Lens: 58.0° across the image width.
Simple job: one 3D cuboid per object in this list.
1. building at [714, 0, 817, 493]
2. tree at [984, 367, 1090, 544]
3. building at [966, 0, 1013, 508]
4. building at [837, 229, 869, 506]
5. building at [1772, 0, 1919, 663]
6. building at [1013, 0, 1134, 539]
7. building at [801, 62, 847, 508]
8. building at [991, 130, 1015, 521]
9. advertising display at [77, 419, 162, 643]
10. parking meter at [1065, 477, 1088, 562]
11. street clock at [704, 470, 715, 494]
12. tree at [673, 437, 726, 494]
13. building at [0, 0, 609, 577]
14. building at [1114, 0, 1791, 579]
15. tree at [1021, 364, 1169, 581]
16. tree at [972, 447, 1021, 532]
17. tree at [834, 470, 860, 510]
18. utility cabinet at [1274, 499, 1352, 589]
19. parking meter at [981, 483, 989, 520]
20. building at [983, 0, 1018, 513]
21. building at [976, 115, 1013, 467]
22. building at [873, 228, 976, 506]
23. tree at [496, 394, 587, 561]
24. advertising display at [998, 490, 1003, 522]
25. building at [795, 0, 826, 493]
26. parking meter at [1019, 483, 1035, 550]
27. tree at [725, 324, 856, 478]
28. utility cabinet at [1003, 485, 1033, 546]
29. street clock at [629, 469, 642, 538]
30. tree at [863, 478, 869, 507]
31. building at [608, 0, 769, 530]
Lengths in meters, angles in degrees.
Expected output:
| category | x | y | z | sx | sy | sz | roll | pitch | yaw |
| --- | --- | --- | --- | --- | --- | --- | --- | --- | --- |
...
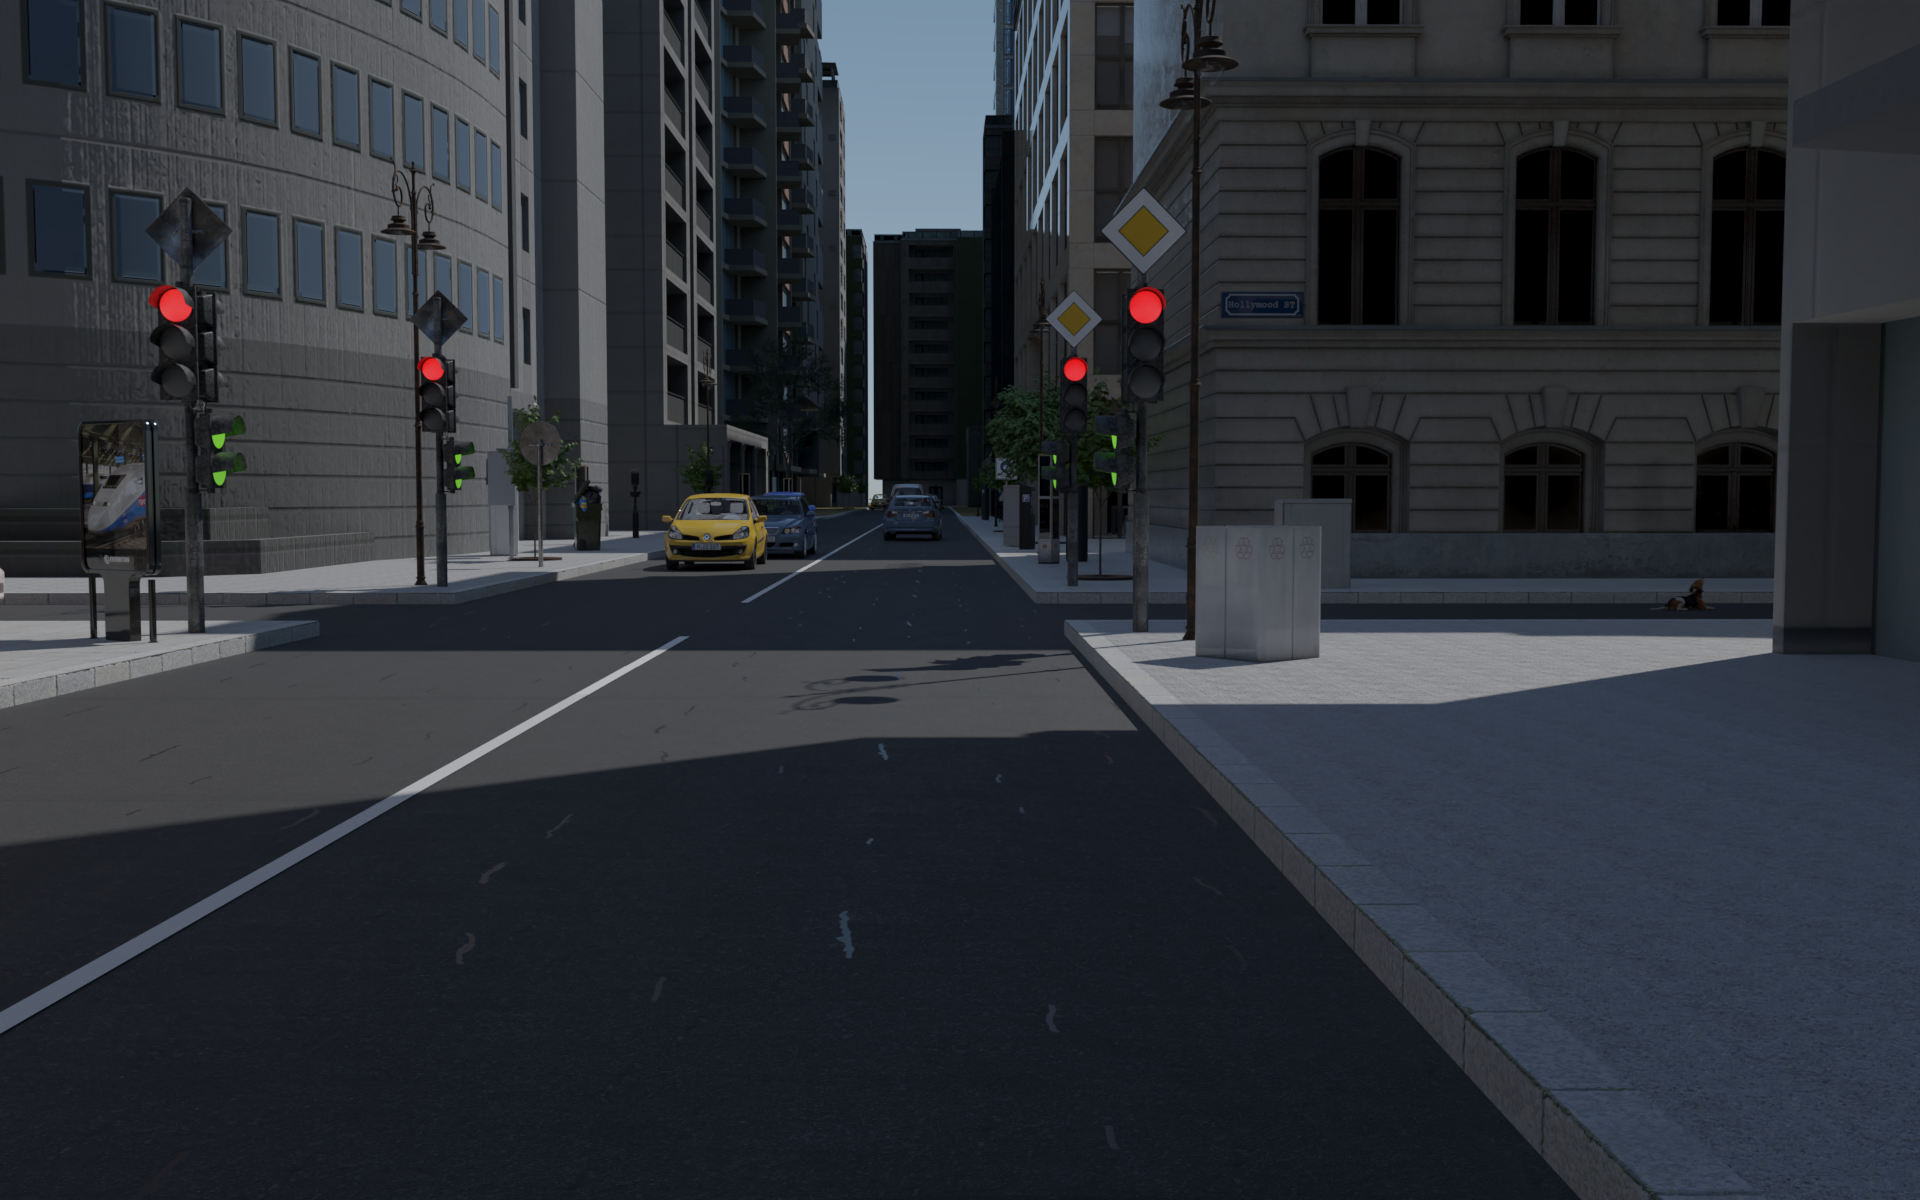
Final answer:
| category | x | y | z | sx | sy | sz | roll | pitch | yaw |
| --- | --- | --- | --- | --- | --- | --- | --- | --- | --- |
| building | -21.022 | -28.035 | 112.998 | 22.147 | 44.769 | 28.867 | 0 | 4 | -1 |
| tree | 2.237 | -3.751 | 45.038 | 4.285 | 4.588 | 4.351 | 0 | 3 | 0 |
| building | 12.019 | -51.633 | 156.863 | 22.319 | 86.520 | 31.000 | 0 | 4 | -1 |
| building | -17.214 | -25.598 | 190.221 | 14.107 | 30.474 | 14.160 | 0 | 4 | -1 |
| building | 17.821 | -25.144 | 0.350 | 28.713 | 52.752 | 27.495 | 0 | 4 | -1 |
| building | 12.436 | -15.975 | 65.714 | 19.350 | 26.468 | 34.151 | 0 | 4 | -1 |
| building | -18.089 | -29.553 | 166.781 | 14.086 | 41.232 | 14.154 | 0 | 4 | -1 |
| building | 8.034 | -15.964 | 90.694 | 12.332 | 23.373 | 15.834 | 0 | 4 | -1 |
| advertising display | -7.328 | -0.605 | 15.113 | 0.974 | 1.923 | 0.123 | 2 | 4 | 31 |
| parking meter | 2.213 | -1.663 | 32.907 | 0.399 | 1.863 | 0.255 | 3 | 4 | 38 |
| street clock | -7.573 | -2.921 | 52.329 | 0.358 | 2.002 | 0.471 | -1 | 4 | -15 |
| tree | -8.651 | -3.916 | 58.625 | 1.663 | 3.219 | 1.824 | 0 | 3 | 0 |
| building | -20.984 | -30.264 | 36.817 | 21.231 | 58.520 | 28.212 | 0 | 4 | -1 |
| building | 20.676 | -12.953 | 30.868 | 34.723 | 24.649 | 14.460 | 0 | 4 | -1 |
| tree | 2.060 | -1.928 | 26.126 | 1.663 | 3.219 | 1.824 | 0 | 3 | 0 |
| tree | 1.656 | -3.915 | 58.619 | 1.663 | 3.219 | 1.824 | 0 | 3 | 0 |
| tree | -9.514 | -8.886 | 139.890 | 1.663 | 3.219 | 1.824 | 0 | 3 | 0 |
| utility cabinet | 4.774 | -0.753 | 23.470 | 1.020 | 1.237 | 0.306 | -1 | 4 | -15 |
| parking meter | 1.241 | -4.861 | 85.182 | 0.255 | 1.863 | 0.399 | -2 | 4 | -31 |
| building | 12.025 | -41.505 | 116.852 | 20.563 | 71.187 | 20.611 | 0 | 4 | -1 |
| building | 8.717 | -22.243 | 135.377 | 14.160 | 30.474 | 14.107 | 0 | 4 | -1 |
| building | -2.555 | -25.658 | 191.211 | 14.107 | 30.474 | 14.160 | 0 | 4 | -1 |
| tree | -8.222 | -2.372 | 33.386 | 1.663 | 3.219 | 1.824 | 0 | 3 | 0 |
| advertising display | 2.112 | -4.501 | 78.802 | 0.123 | 1.923 | 0.974 | -3 | 5 | -44 |
| building | -25.264 | -33.747 | 141.003 | 28.713 | 52.752 | 27.495 | 0 | 4 | -1 |
| parking meter | 1.556 | -1.937 | 40.073 | 0.372 | 1.533 | 0.369 | 0 | 3 | 0 |
| tree | -9.169 | -9.773 | 94.198 | 8.767 | 10.594 | 7.601 | 2 | 4 | 32 |
| utility cabinet | 1.420 | -2.048 | 42.159 | 0.318 | 1.500 | 1.173 | -1 | 4 | -21 |
| street clock | -9.429 | -2.798 | 50.317 | 0.358 | 2.002 | 0.471 | -1 | 4 | -10 |
| tree | -9.844 | -10.972 | 173.992 | 1.663 | 3.219 | 1.824 | 0 | 3 | 0 |
| building | -18.535 | -38.582 | 69.068 | 20.563 | 71.187 | 20.611 | 0 | 4 | -1 |
